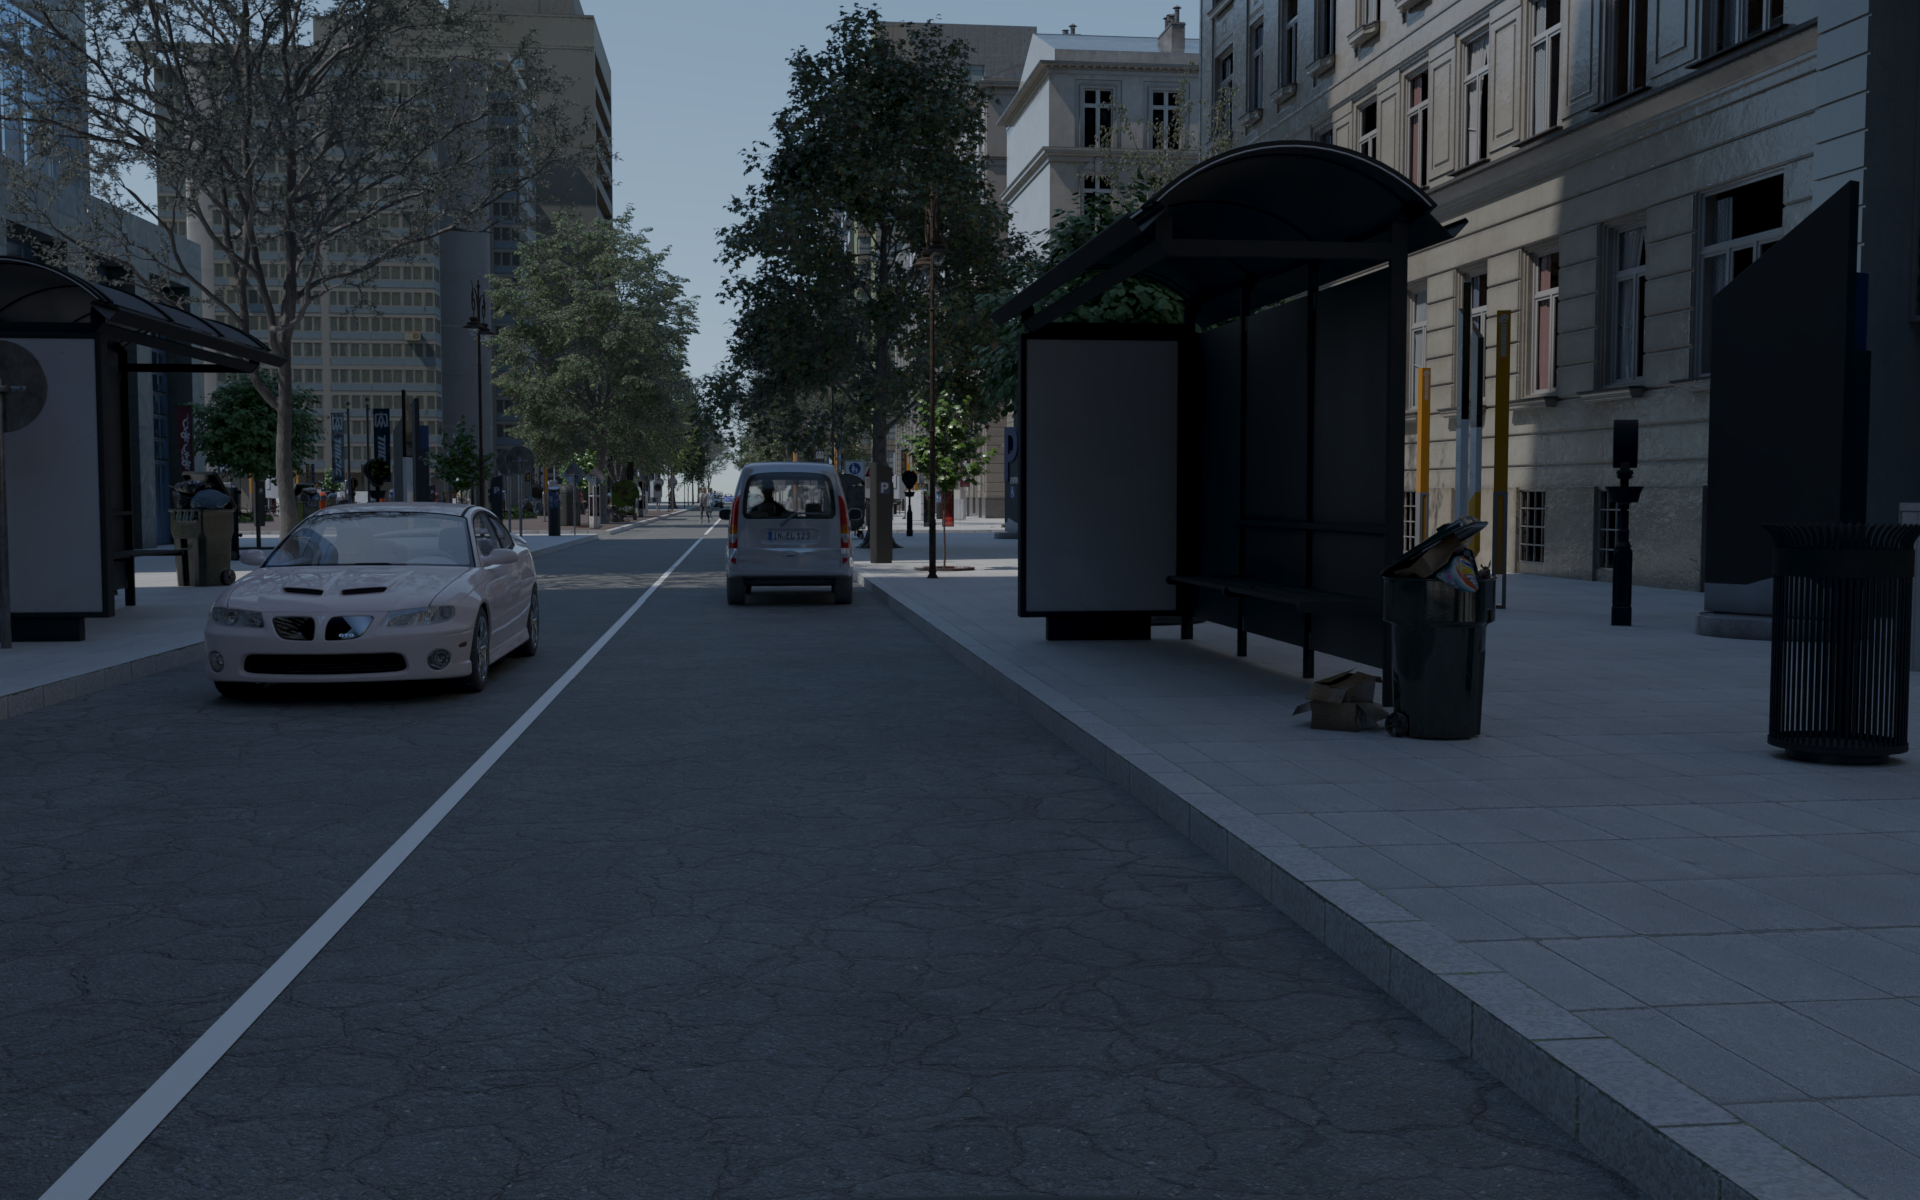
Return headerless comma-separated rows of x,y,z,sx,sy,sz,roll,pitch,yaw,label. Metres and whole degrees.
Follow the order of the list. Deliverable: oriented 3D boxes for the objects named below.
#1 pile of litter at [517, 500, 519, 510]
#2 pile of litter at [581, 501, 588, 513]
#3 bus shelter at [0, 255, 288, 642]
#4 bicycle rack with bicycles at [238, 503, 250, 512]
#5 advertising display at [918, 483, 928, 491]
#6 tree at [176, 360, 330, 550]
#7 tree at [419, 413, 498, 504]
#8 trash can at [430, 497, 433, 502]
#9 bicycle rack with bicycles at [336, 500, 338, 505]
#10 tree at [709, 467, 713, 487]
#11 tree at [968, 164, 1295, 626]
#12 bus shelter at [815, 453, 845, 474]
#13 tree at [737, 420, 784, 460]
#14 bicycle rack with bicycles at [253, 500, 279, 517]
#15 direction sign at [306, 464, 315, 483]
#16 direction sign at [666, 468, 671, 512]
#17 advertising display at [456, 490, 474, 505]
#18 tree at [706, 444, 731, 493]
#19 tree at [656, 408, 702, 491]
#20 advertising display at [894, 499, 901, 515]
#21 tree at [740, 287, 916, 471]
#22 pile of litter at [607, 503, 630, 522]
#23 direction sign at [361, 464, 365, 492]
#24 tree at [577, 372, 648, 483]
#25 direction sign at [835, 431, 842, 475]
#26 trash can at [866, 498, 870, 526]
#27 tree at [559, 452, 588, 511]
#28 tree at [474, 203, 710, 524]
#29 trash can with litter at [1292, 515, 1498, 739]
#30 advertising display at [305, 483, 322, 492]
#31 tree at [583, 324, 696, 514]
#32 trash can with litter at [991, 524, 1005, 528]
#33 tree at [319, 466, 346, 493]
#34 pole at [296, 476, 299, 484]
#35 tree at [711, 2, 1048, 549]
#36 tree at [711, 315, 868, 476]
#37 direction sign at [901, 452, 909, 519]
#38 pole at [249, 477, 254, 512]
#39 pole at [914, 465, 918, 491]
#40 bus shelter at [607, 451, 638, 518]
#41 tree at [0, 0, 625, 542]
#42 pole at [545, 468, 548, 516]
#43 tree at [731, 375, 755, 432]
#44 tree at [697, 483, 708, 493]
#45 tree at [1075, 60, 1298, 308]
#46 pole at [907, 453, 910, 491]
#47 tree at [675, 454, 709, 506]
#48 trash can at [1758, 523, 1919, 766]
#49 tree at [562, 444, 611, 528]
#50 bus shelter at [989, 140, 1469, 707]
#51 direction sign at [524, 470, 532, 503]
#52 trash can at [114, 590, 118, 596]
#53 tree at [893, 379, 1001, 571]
-31.017,-6.678,123.150,1.176,0.858,1.719,-2,4,-28,pile of litter
-25.740,-6.330,117.462,1.176,0.858,1.719,-1,4,-22,pile of litter
-8.505,-1.439,17.444,2.014,3.302,5.546,0,4,-7,bus shelter
-50.086,-6.801,124.580,2.852,0.926,2.925,-2,4,-29,bicycle rack with bicycles
-2.315,-6.031,103.819,0.974,1.923,0.123,3,4,36,advertising display
-16.309,-3.465,40.374,4.285,4.588,4.351,0,3,0,tree
-11.835,-2.871,41.548,1.663,3.219,1.824,0,3,0,tree
-28.172,-4.880,91.441,0.748,1.137,0.748,0,3,0,trash can
-37.521,-5.562,104.328,2.925,0.926,2.852,2,4,26,bicycle rack with bicycles
-40.068,-19.548,269.973,4.360,8.622,3.978,0,3,0,tree
1.809,-2.056,17.337,4.285,4.588,4.351,0,3,0,tree
-6.951,-5.775,88.347,2.014,3.302,5.546,0,4,-7,bus shelter
-19.405,-15.926,178.524,7.486,12.596,7.792,0,3,0,tree
-38.956,-5.277,99.658,2.925,0.926,2.852,-1,4,-16,bicycle rack with bicycles
-48.581,-8.413,129.557,0.379,3.537,0.876,1,4,23,direction sign
-21.310,-8.234,126.624,0.379,3.537,0.876,-1,4,-9,direction sign
-17.420,-3.409,60.949,0.974,1.923,0.123,3,5,41,advertising display
-41.388,-22.029,285.923,9.928,11.665,9.643,0,3,0,tree
-23.661,-11.795,143.217,4.737,8.622,4.395,0,3,0,tree
-4.101,-6.268,107.700,0.974,1.923,0.123,-3,4,-38,advertising display
-5.013,-8.471,72.916,7.601,10.594,8.767,-3,4,-36,tree
-15.772,-4.017,79.650,1.176,0.858,1.719,-1,4,-18,pile of litter
-45.542,-8.577,132.228,0.379,3.537,0.876,0,4,-1,direction sign
-18.029,-8.584,90.704,4.360,8.622,3.978,0,3,0,tree
-4.387,-4.309,62.456,0.379,3.537,0.876,-1,4,-18,direction sign
-3.308,-3.323,65.990,0.748,1.137,0.748,0,3,0,trash can
-29.267,-9.116,132.762,4.285,4.588,4.351,0,3,0,tree
-15.735,-10.298,75.034,9.857,13.997,8.962,0,3,0,tree
2.307,0.130,9.264,1.055,1.170,0.624,2,4,33,trash can with litter
-36.610,-5.683,98.124,0.974,1.923,0.123,0,4,1,advertising display
-20.399,-11.743,110.127,7.486,12.596,7.792,0,3,0,tree
2.176,-3.351,65.843,2.233,1.210,1.678,3,5,42,trash can with litter
-39.269,-6.934,107.968,1.663,3.219,1.824,0,3,0,tree
-47.754,-8.017,124.920,0.158,3.312,0.155,0,3,0,pole
-1.809,-7.564,40.683,9.611,12.733,9.660,0,3,0,tree
-9.387,-11.503,98.440,12.009,13.543,11.850,0,3,0,tree
-2.807,-5.914,88.692,0.379,3.537,0.876,2,4,26,direction sign
-43.330,-6.851,105.856,0.158,3.312,0.155,0,3,0,pole
-2.305,-5.929,90.785,0.158,3.312,0.155,0,3,0,pole
-18.925,-6.451,96.750,1.731,3.624,6.357,0,4,-7,bus shelter
-10.426,-7.081,26.151,12.009,13.543,11.850,0,3,0,tree
-23.836,-6.481,99.809,0.158,3.312,0.155,0,3,0,pole
-29.688,-24.568,257.571,12.611,20.169,13.585,0,3,0,tree
-38.987,-16.410,262.906,1.663,3.219,1.824,0,3,0,tree
3.807,-4.906,30.578,4.360,8.622,3.978,0,3,0,tree
-2.540,-5.599,85.385,0.158,3.312,0.155,0,3,0,pole
-29.541,-14.529,187.912,4.360,8.622,3.978,0,3,0,tree
4.251,0.201,8.366,0.748,1.137,0.748,0,3,0,trash can
-14.153,-4.396,66.482,1.663,3.219,1.824,0,3,0,tree
1.596,-1.147,12.683,2.014,3.302,5.546,0,4,-7,bus shelter
-26.573,-7.057,107.385,0.876,3.537,0.379,-2,4,-34,direction sign
-10.490,-0.562,20.847,0.748,1.137,0.748,0,3,0,trash can
-0.127,-2.112,29.128,1.663,3.219,1.824,0,3,0,tree
